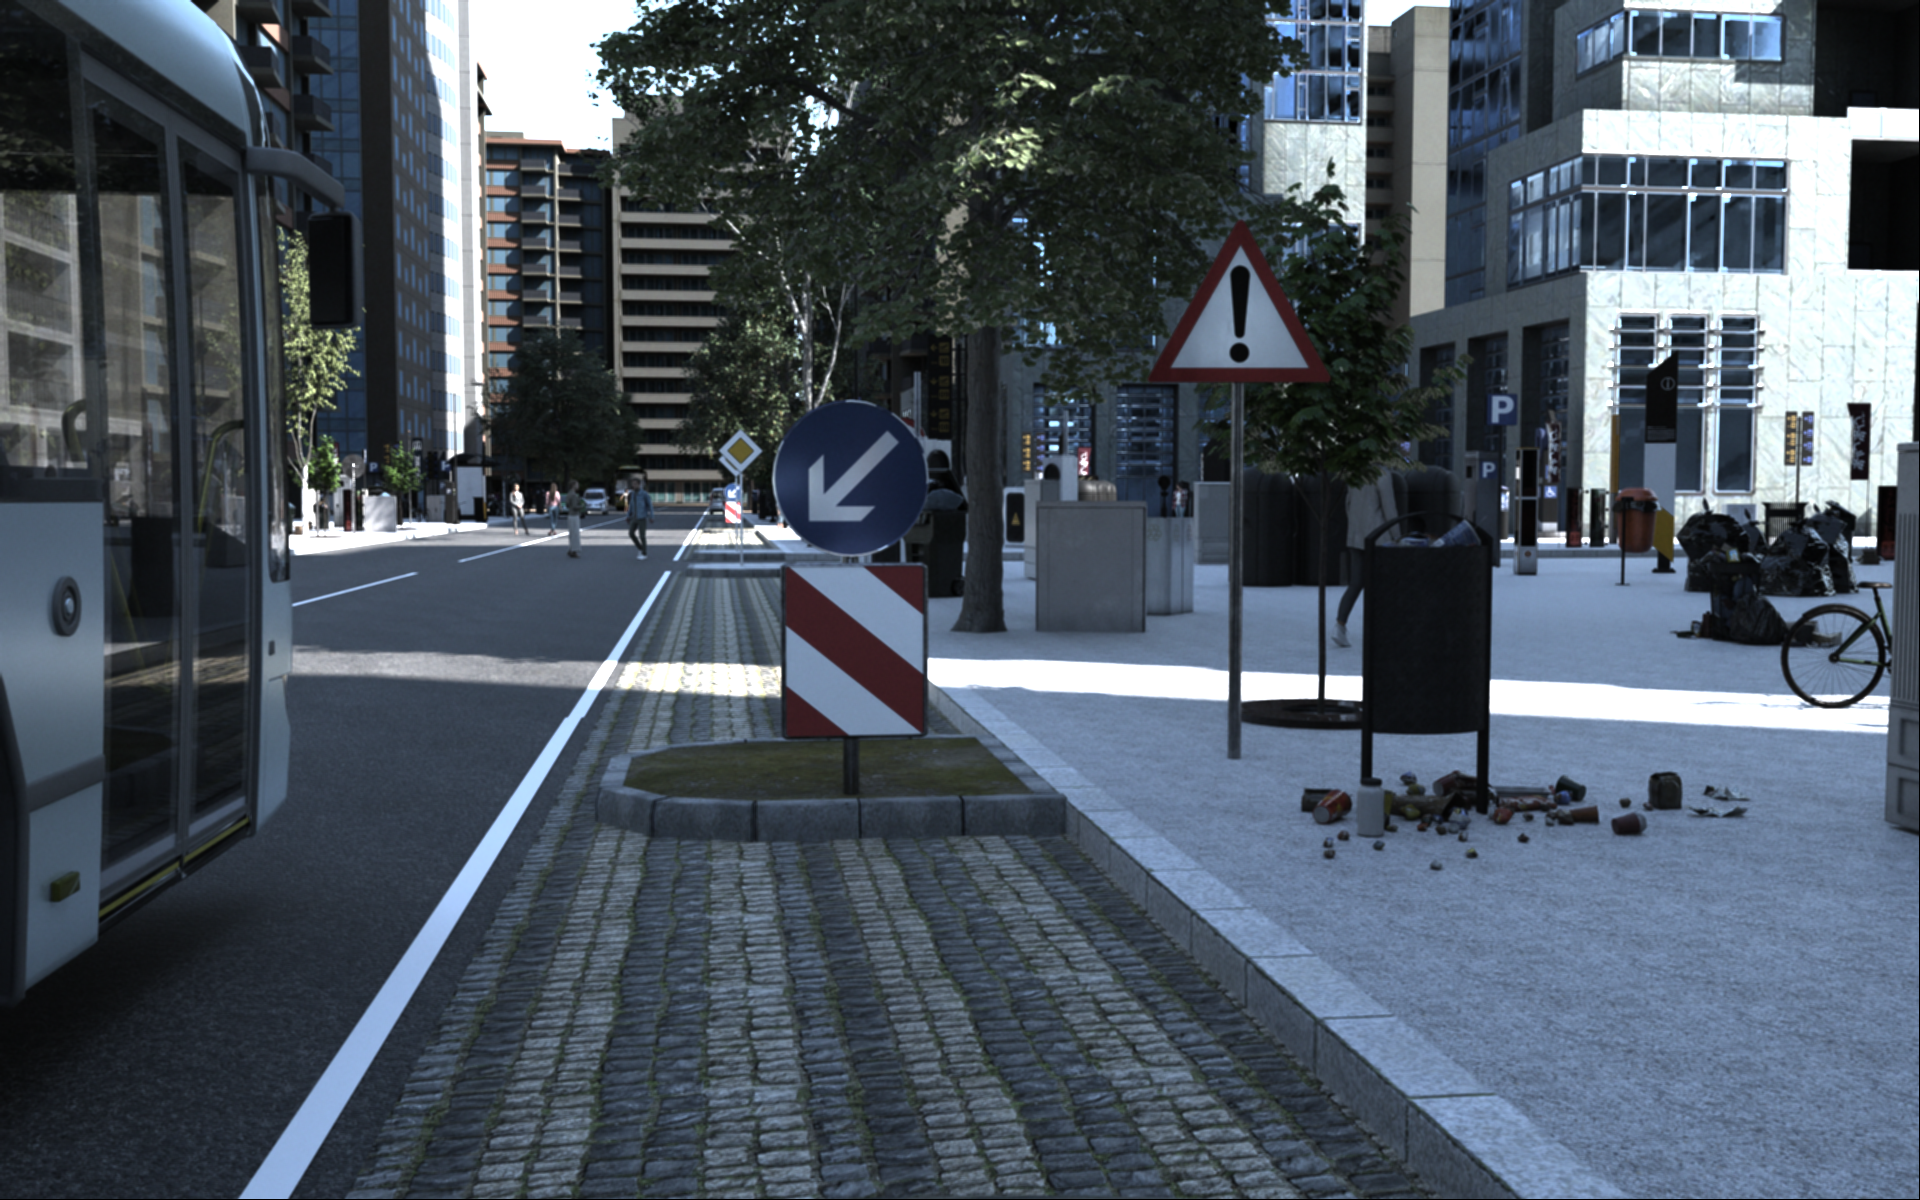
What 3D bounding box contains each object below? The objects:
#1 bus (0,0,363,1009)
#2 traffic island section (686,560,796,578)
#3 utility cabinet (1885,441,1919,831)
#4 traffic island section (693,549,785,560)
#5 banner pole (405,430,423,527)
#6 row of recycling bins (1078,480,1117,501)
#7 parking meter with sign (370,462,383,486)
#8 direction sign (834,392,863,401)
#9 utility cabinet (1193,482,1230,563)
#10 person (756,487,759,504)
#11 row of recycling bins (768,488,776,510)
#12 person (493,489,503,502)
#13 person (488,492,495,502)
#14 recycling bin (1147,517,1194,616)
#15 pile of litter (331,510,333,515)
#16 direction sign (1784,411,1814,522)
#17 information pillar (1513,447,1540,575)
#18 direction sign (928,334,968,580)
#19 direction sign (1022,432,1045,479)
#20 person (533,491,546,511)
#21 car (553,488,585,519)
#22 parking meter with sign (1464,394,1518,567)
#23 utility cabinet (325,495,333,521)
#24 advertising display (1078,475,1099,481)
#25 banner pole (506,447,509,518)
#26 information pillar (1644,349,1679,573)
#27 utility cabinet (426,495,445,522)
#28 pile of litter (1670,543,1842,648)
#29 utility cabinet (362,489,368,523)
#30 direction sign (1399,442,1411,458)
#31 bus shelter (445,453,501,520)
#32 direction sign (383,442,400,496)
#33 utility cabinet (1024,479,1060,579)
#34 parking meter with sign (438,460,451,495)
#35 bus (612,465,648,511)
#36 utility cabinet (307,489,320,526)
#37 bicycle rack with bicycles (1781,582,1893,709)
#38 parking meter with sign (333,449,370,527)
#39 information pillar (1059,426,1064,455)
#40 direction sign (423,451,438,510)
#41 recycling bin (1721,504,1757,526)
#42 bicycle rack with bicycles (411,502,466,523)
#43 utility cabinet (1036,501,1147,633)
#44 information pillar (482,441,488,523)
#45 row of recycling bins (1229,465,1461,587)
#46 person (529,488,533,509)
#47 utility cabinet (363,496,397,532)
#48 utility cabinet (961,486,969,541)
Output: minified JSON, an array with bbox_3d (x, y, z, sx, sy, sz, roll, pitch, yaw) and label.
[{"bbox_3d":[-2.941,-0.332,0.292,2.948,3.499,13.247,0,4,-7],"label":"bus"},{"bbox_3d":[-3.846,-0.524,30.849,2.009,0.180,2.903,0,4,-8],"label":"traffic island section"},{"bbox_3d":[3.765,0.160,6.068,0.318,1.500,1.173,0,4,-6],"label":"utility cabinet"},{"bbox_3d":[-4.953,-1.008,38.758,2.009,0.180,2.903,0,4,-8],"label":"traffic island section"},{"bbox_3d":[-21.369,-4.760,67.850,0.863,3.779,0.401,1,4,20],"label":"banner pole"},{"bbox_3d":[4.027,-2.736,51.843,1.069,1.692,3.534,1,4,17],"label":"row of recycling bins"},{"bbox_3d":[-31.978,-6.068,95.471,0.543,3.016,1.738,0,4,2],"label":"parking meter with sign"},{"bbox_3d":[-2.484,-2.856,38.690,0.876,3.537,0.379,3,5,42],"label":"direction sign"},{"bbox_3d":[4.881,-1.408,31.701,1.173,1.500,0.318,-1,4,-12],"label":"utility cabinet"},{"bbox_3d":[-15.695,-7.805,133.524,0.599,1.838,0.709,2,4,35],"label":"person"},{"bbox_3d":[-10.791,-6.135,107.421,1.069,1.692,3.534,-3,5,-39],"label":"row of recycling bins"},{"bbox_3d":[-41.054,-8.982,153.583,1.217,1.739,0.721,-1,4,-19],"label":"person"},{"bbox_3d":[-33.963,-7.107,125.424,0.628,1.438,0.799,-3,4,-39],"label":"person"},{"bbox_3d":[2.069,-0.377,18.713,0.722,1.027,0.722,2,4,30],"label":"recycling bin"},{"bbox_3d":[-37.724,-5.540,104.545,1.719,0.858,1.176,-1,4,-21],"label":"pile of litter"},{"bbox_3d":[23.015,-3.399,47.565,0.876,3.537,0.379,-1,4,-13],"label":"direction sign"},{"bbox_3d":[8.981,-1.405,27.463,0.304,2.012,0.304,0,4,4],"label":"information pillar"},{"bbox_3d":[-0.017,-1.990,24.539,0.876,3.537,0.379,0,4,7],"label":"direction sign"},{"bbox_3d":[2.680,-4.356,63.213,0.876,3.537,0.379,-1,4,-14],"label":"direction sign"},{"bbox_3d":[-31.574,-7.617,130.598,1.348,1.822,0.705,0,4,5],"label":"person"},{"bbox_3d":[-23.155,-5.718,102.285,1.959,1.807,4.718,-1,4,-8],"label":"car"},{"bbox_3d":[9.359,-2.125,31.007,0.543,3.016,1.738,0,4,-3],"label":"parking meter with sign"},{"bbox_3d":[-30.435,-4.393,82.988,0.306,1.237,1.020,0,4,-7],"label":"utility cabinet"},{"bbox_3d":[4.159,-3.234,58.088,0.974,1.923,0.123,0,4,7],"label":"advertising display"},{"bbox_3d":[-23.891,-6.199,91.373,0.401,3.779,0.863,-1,4,-21],"label":"banner pole"},{"bbox_3d":[11.396,-2.251,28.155,0.504,3.616,0.183,1,4,17],"label":"information pillar"},{"bbox_3d":[-24.040,-4.175,79.420,1.020,1.237,0.306,2,4,35],"label":"utility cabinet"},{"bbox_3d":[7.000,-0.079,15.255,1.176,0.858,1.719,0,4,1],"label":"pile of litter"},{"bbox_3d":[-25.906,-4.091,75.565,0.318,1.500,1.173,-1,4,-20],"label":"utility cabinet"},{"bbox_3d":[11.933,-3.395,47.511,0.876,3.537,0.379,-1,4,-11],"label":"direction sign"},{"bbox_3d":[-24.522,-5.724,87.512,2.014,3.302,5.546,0,4,-8],"label":"bus shelter"},{"bbox_3d":[-24.566,-5.075,74.980,0.876,3.537,0.379,1,4,21],"label":"direction sign"},{"bbox_3d":[1.234,-1.056,25.940,0.318,1.500,1.173,-1,4,-9],"label":"utility cabinet"},{"bbox_3d":[-26.512,-5.666,88.892,0.543,3.016,1.738,0,4,-7],"label":"parking meter with sign"},{"bbox_3d":[-28.850,-9.817,152.054,2.896,3.916,12.252,-1,4,-9],"label":"bus"},{"bbox_3d":[-26.123,-3.735,69.753,0.318,1.500,1.173,0,4,-1],"label":"utility cabinet"},{"bbox_3d":[6.223,0.224,9.714,2.925,0.926,2.852,1,4,23],"label":"bicycle rack with bicycles"},{"bbox_3d":[-23.812,-4.311,66.748,1.738,3.016,0.543,-1,4,-14],"label":"parking meter with sign"},{"bbox_3d":[3.424,-4.051,57.587,0.183,3.616,0.504,2,4,26],"label":"information pillar"},{"bbox_3d":[-28.018,-6.124,92.117,0.876,3.537,0.379,3,5,39],"label":"direction sign"},{"bbox_3d":[19.861,-1.934,44.178,0.722,1.027,0.722,1,4,12],"label":"recycling bin"},{"bbox_3d":[-23.282,-3.913,77.362,2.852,0.926,2.925,0,4,-3],"label":"bicycle rack with bicycles"},{"bbox_3d":[1.233,-0.310,16.227,1.020,1.237,0.306,1,4,9],"label":"utility cabinet"},{"bbox_3d":[-21.258,-5.261,77.372,0.183,3.616,0.504,-1,4,-21],"label":"information pillar"},{"bbox_3d":[5.534,-1.073,24.650,3.534,1.692,1.069,-1,4,-18],"label":"row of recycling bins"},{"bbox_3d":[-38.010,-9.018,153.625,0.705,1.807,1.348,-1,4,-21],"label":"person"},{"bbox_3d":[-19.428,-2.868,58.056,1.020,1.237,0.306,-1,4,-9],"label":"utility cabinet"},{"bbox_3d":[-0.009,-2.346,47.040,1.173,1.500,0.318,0,4,3],"label":"utility cabinet"}]
